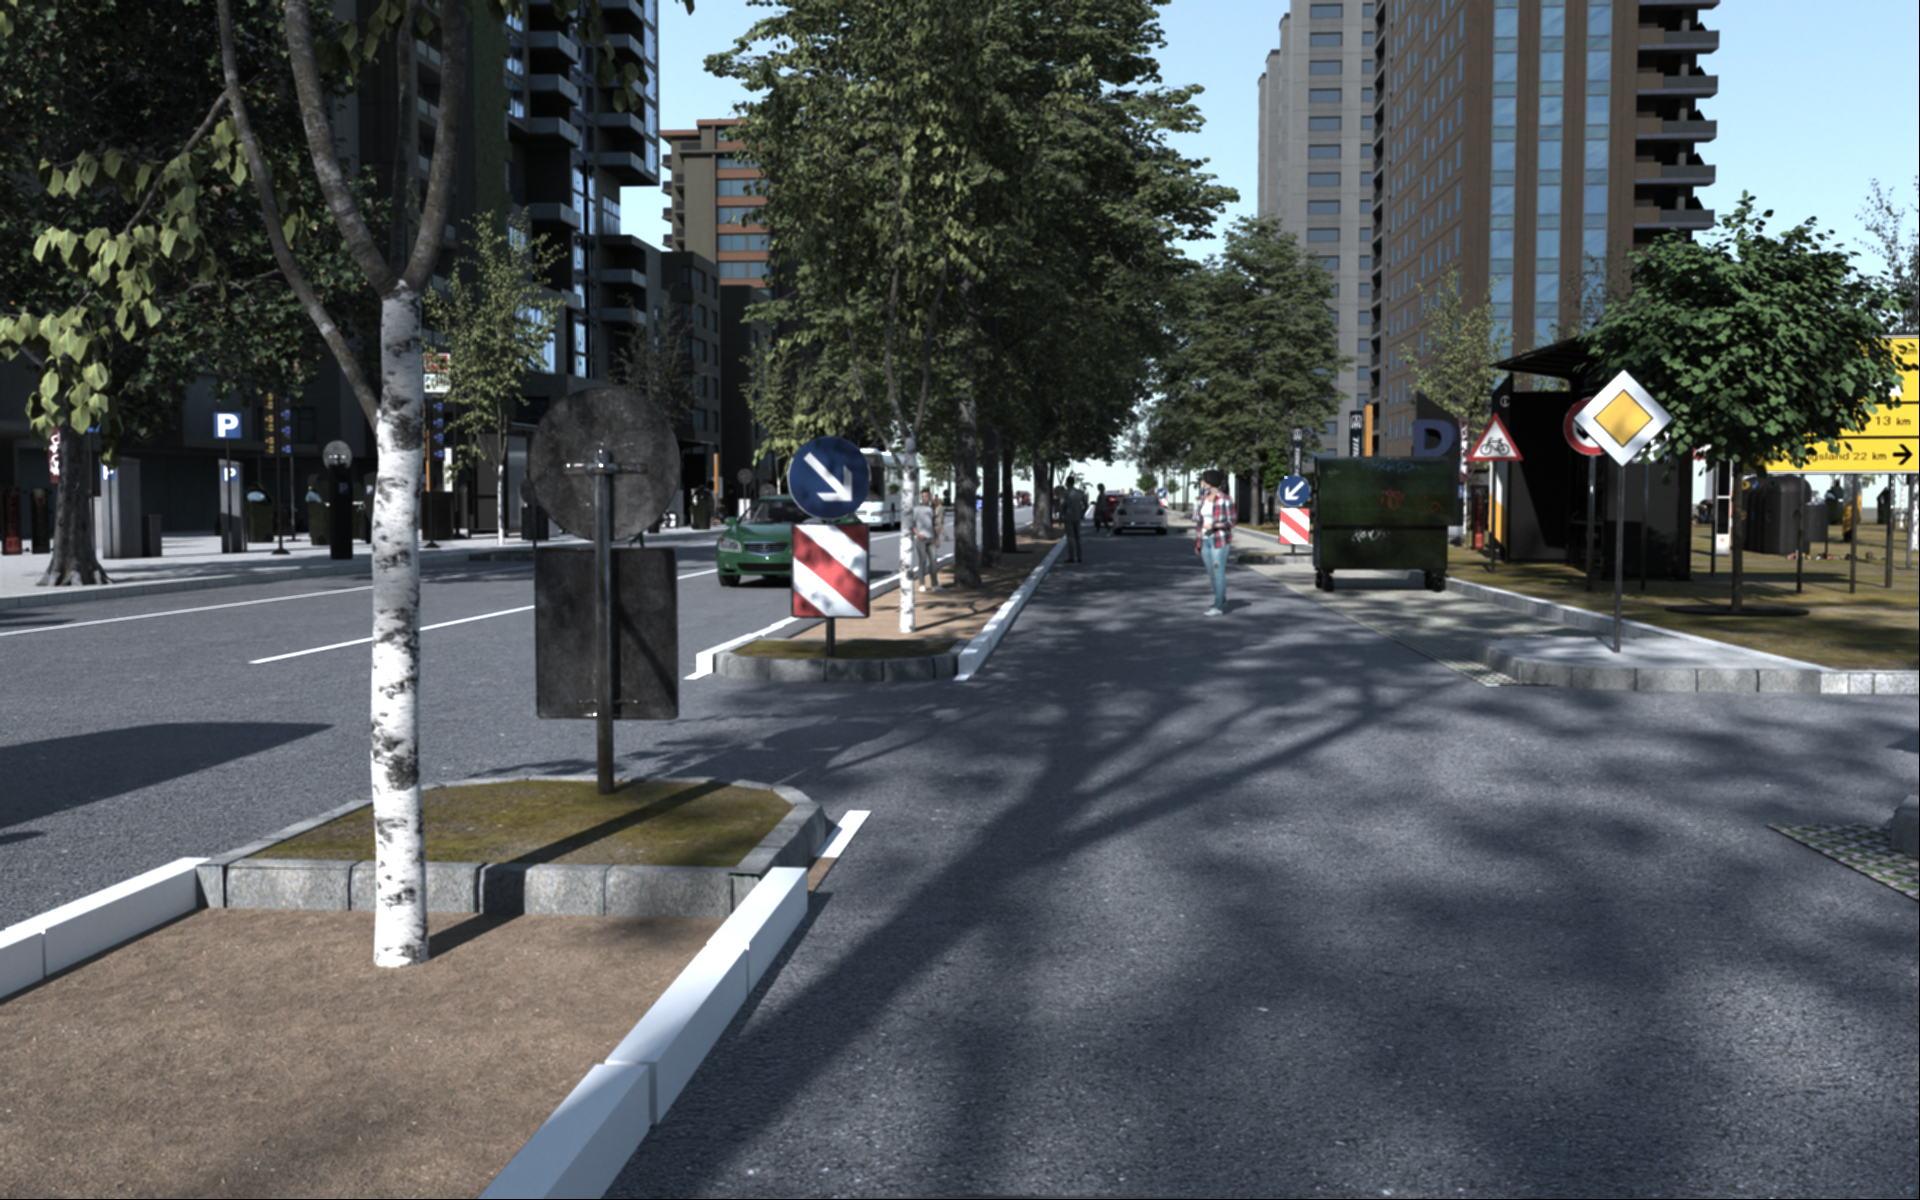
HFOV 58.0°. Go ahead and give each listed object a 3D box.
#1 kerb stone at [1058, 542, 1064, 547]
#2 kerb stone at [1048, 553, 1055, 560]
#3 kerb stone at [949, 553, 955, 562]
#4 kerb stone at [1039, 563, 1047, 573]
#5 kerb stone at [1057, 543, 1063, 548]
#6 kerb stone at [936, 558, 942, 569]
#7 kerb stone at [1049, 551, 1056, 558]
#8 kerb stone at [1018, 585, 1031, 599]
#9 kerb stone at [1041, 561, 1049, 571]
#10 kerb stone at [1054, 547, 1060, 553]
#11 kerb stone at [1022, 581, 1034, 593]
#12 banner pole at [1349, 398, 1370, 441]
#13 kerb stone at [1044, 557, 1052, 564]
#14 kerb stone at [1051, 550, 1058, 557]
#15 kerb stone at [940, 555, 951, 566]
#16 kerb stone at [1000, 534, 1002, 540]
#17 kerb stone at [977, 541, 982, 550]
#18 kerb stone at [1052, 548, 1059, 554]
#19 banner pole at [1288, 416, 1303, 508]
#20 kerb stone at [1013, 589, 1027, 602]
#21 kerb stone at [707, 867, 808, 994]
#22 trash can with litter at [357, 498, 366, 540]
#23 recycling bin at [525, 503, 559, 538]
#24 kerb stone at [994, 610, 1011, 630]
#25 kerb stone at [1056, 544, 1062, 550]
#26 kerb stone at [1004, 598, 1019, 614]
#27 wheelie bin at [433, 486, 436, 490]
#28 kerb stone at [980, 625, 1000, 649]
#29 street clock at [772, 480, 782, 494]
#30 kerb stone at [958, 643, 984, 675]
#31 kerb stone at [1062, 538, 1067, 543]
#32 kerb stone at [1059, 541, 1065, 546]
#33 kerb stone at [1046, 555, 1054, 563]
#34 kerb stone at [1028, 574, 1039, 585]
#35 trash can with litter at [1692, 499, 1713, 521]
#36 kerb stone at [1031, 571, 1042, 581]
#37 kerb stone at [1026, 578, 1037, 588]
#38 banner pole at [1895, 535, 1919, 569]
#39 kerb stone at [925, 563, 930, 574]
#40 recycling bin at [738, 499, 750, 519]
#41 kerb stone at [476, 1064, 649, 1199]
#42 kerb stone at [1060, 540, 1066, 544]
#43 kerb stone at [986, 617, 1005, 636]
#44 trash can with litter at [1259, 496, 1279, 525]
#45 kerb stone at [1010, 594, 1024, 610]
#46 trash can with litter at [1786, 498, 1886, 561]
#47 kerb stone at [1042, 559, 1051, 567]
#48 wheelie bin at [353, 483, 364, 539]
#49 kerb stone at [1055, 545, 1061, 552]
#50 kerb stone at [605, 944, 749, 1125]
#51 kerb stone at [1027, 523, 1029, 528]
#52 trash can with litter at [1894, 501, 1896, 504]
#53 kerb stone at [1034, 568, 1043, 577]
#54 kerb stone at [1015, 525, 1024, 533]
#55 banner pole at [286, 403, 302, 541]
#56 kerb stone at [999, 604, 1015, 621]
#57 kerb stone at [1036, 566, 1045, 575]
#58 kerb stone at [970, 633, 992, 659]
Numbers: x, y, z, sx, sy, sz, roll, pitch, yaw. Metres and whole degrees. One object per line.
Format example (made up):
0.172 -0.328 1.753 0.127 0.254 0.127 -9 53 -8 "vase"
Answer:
2.493 -1.322 43.811 0.120 0.150 1.000 0 4 5 "kerb stone"
1.836 -0.823 35.656 0.120 0.150 1.000 0 4 5 "kerb stone"
-0.258 -0.835 35.843 0.120 0.150 1.000 0 4 5 "kerb stone"
1.413 -0.506 30.558 0.120 0.150 1.000 0 4 5 "kerb stone"
2.420 -1.260 42.792 0.120 0.150 1.000 0 4 5 "kerb stone"
-0.500 -0.645 32.787 0.120 0.150 1.000 0 4 5 "kerb stone"
1.913 -0.885 36.677 0.120 0.150 1.000 0 4 5 "kerb stone"
0.844 -0.073 23.411 0.120 0.150 1.000 0 4 5 "kerb stone"
1.506 -0.571 31.581 0.120 0.150 1.000 0 4 5 "kerb stone"
2.165 -1.073 39.736 0.120 0.150 1.000 0 4 5 "kerb stone"
0.926 -0.137 24.430 0.120 0.150 1.000 0 4 5 "kerb stone"
10.535 -3.401 45.626 0.401 3.779 0.863 -2 4 -31 "banner pole"
1.667 -0.699 33.618 0.120 0.150 1.000 0 4 5 "kerb stone"
2.000 -0.948 37.699 0.120 0.150 1.000 0 4 5 "kerb stone"
-0.338 -0.772 34.824 0.120 0.150 1.000 0 4 5 "kerb stone"
1.484 -2.143 57.282 0.120 0.150 1.000 0 4 5 "kerb stone"
0.573 -1.459 46.058 0.120 0.150 1.000 0 4 5 "kerb stone"
2.075 -1.008 38.719 0.120 0.150 1.000 0 4 5 "kerb stone"
10.657 -3.992 55.289 0.401 3.779 0.863 -2 4 -29 "banner pole"
0.749 -0.012 22.389 0.120 0.150 1.000 0 4 5 "kerb stone"
-0.624 1.024 5.455 0.120 0.150 1.000 0 4 5 "kerb stone"
-16.050 -2.224 47.744 1.055 1.170 0.624 -1 4 -20 "trash can with litter"
-12.201 -2.326 50.586 0.722 1.027 0.722 1 4 18 "recycling bin"
0.423 0.239 18.287 0.120 0.150 1.000 0 4 5 "kerb stone"
2.331 -1.195 41.774 0.120 0.150 1.000 0 4 5 "kerb stone"
0.579 0.115 20.340 0.120 0.150 1.000 0 4 5 "kerb stone"
-20.239 -3.616 67.035 0.980 1.594 0.693 -1 4 -18 "wheelie bin"
0.260 0.367 16.247 0.120 0.150 1.000 0 4 5 "kerb stone"
-9.183 -5.048 87.103 0.471 2.002 0.358 -1 4 -17 "street clock"
0.085 0.488 14.211 0.120 0.150 1.000 0 4 5 "kerb stone"
2.824 -1.568 47.890 0.120 0.150 1.000 0 4 5 "kerb stone"
2.575 -1.380 44.831 0.120 0.150 1.000 0 4 5 "kerb stone"
1.753 -0.761 34.637 0.120 0.150 1.000 0 4 5 "kerb stone"
1.083 -0.256 26.472 0.120 0.150 1.000 0 4 5 "kerb stone"
35.576 -4.384 83.066 1.055 1.170 0.624 0 4 2 "trash can with litter"
1.177 -0.321 27.490 0.120 0.150 1.000 0 4 5 "kerb stone"
1.009 -0.191 25.449 0.120 0.150 1.000 0 4 5 "kerb stone"
16.394 -2.427 29.702 0.401 3.779 0.863 3 5 42 "banner pole"
-0.675 -0.523 30.744 0.120 0.150 1.000 0 4 5 "kerb stone"
-10.986 -4.676 89.006 0.722 1.027 0.722 -1 4 -15 "recycling bin"
-0.800 1.150 3.404 0.120 0.150 1.000 0 4 5 "kerb stone"
2.658 -1.446 45.853 0.120 0.150 1.000 0 4 5 "kerb stone"
0.334 0.302 17.269 0.120 0.150 1.000 0 4 5 "kerb stone"
13.002 -3.801 73.210 1.678 1.210 2.233 1 4 15 "trash can with litter"
0.671 0.057 21.370 0.120 0.150 1.000 0 4 5 "kerb stone"
17.199 -1.402 33.979 2.233 1.210 1.678 0 4 6 "trash can with litter"
1.592 -0.636 32.599 0.120 0.150 1.000 0 4 5 "kerb stone"
-17.339 -2.526 49.201 0.980 1.594 0.693 -3 5 -41 "wheelie bin"
2.246 -1.135 40.755 0.120 0.150 1.000 0 4 5 "kerb stone"
-0.706 1.090 4.430 0.120 0.150 1.000 0 4 5 "kerb stone"
2.653 -3.020 71.573 0.120 0.150 1.000 0 4 5 "kerb stone"
45.523 -4.496 84.903 0.624 1.170 1.055 2 4 30 "trash can with litter"
1.247 -0.387 28.521 0.120 0.150 1.000 0 4 5 "kerb stone"
2.309 -2.766 67.491 0.120 0.150 1.000 0 4 5 "kerb stone"
-18.227 -3.500 47.248 0.401 3.779 0.863 -1 4 -19 "banner pole"
0.500 0.176 19.313 0.120 0.150 1.000 0 4 5 "kerb stone"
1.332 -0.446 29.539 0.120 0.150 1.000 0 4 5 "kerb stone"
0.166 0.426 15.229 0.120 0.150 1.000 0 4 5 "kerb stone"
